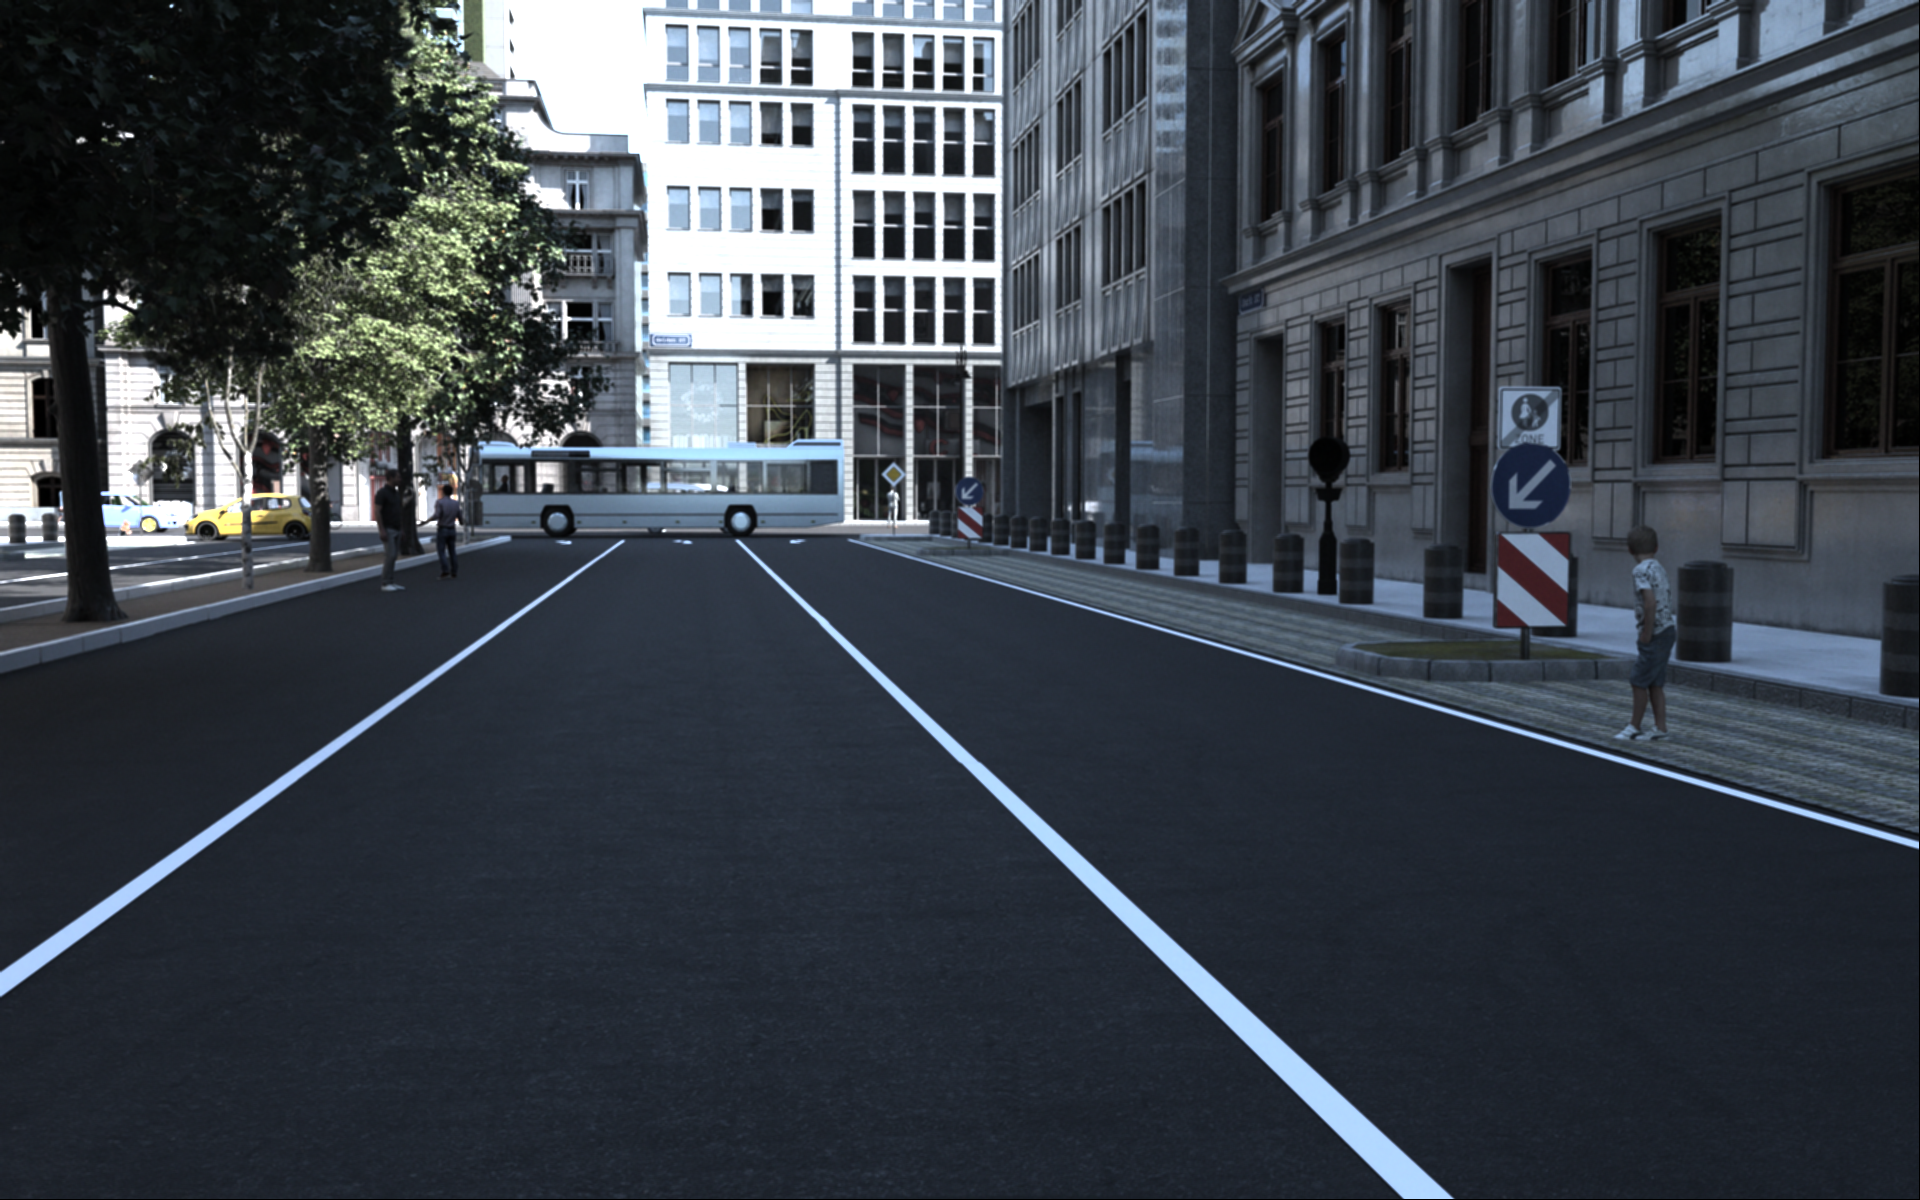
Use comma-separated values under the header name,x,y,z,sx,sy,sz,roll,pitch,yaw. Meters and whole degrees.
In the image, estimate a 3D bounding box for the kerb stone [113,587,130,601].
name,x,y,z,sx,sy,sz,roll,pitch,yaw
kerb stone,-11.236,-0.043,22.906,0.120,0.150,1.000,-1,4,-9

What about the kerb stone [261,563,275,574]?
name,x,y,z,sx,sy,sz,roll,pitch,yaw
kerb stone,-12.509,-0.539,31.051,0.120,0.150,1.000,-1,4,-9

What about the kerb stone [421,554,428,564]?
name,x,y,z,sx,sy,sz,roll,pitch,yaw
kerb stone,-11.064,-0.808,35.412,0.120,0.150,1.000,-1,4,-9

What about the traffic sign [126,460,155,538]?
name,x,y,z,sx,sy,sz,roll,pitch,yaw
traffic sign,-23.788,-2.853,50.292,0.795,2.450,0.064,-1,4,-9

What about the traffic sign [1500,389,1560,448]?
name,x,y,z,sx,sy,sz,roll,pitch,yaw
traffic sign,5.427,-0.884,16.590,0.606,2.300,0.079,0,4,-3

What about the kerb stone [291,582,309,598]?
name,x,y,z,sx,sy,sz,roll,pitch,yaw
kerb stone,-9.323,-0.126,24.254,0.120,0.150,1.000,-1,4,-9

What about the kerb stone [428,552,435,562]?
name,x,y,z,sx,sy,sz,roll,pitch,yaw
kerb stone,-11.227,-0.870,36.425,0.120,0.150,1.000,-1,4,-9

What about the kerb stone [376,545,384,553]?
name,x,y,z,sx,sy,sz,roll,pitch,yaw
kerb stone,-14.257,-1.226,42.237,0.120,0.150,1.000,-1,4,-9

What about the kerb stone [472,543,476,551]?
name,x,y,z,sx,sy,sz,roll,pitch,yaw
kerb stone,-12.340,-1.305,43.526,0.120,0.150,1.000,-1,4,-9

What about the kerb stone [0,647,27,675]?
name,x,y,z,sx,sy,sz,roll,pitch,yaw
kerb stone,-7.730,0.497,14.077,0.120,0.150,1.000,-1,4,-9

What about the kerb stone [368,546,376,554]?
name,x,y,z,sx,sy,sz,roll,pitch,yaw
kerb stone,-14.115,-1.157,41.212,0.120,0.150,1.000,-1,4,-9

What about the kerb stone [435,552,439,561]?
name,x,y,z,sx,sy,sz,roll,pitch,yaw
kerb stone,-11.382,-0.927,37.443,0.120,0.150,1.000,-1,4,-9

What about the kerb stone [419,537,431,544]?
name,x,y,z,sx,sy,sz,roll,pitch,yaw
kerb stone,-15.537,-1.723,50.378,0.120,0.150,1.000,-1,4,-9

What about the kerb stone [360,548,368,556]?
name,x,y,z,sx,sy,sz,roll,pitch,yaw
kerb stone,-13.946,-1.101,40.192,0.120,0.150,1.000,-1,4,-9

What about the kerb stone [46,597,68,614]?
name,x,y,z,sx,sy,sz,roll,pitch,yaw
kerb stone,-10.916,0.081,20.864,0.120,0.150,1.000,-1,4,-9

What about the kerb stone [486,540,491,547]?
name,x,y,z,sx,sy,sz,roll,pitch,yaw
kerb stone,-12.811,-1.487,46.575,0.120,0.150,1.000,-1,4,-9

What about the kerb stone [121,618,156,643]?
name,x,y,z,sx,sy,sz,roll,pitch,yaw
kerb stone,-8.195,0.310,17.134,0.120,0.150,1.000,-1,4,-9

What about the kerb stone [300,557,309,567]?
name,x,y,z,sx,sy,sz,roll,pitch,yaw
kerb stone,-12.986,-0.728,34.102,0.120,0.150,1.000,-1,4,-9

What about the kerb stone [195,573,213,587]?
name,x,y,z,sx,sy,sz,roll,pitch,yaw
kerb stone,-11.875,-0.288,26.978,0.120,0.150,1.000,-1,4,-9

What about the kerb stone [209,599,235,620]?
name,x,y,z,sx,sy,sz,roll,pitch,yaw
kerb stone,-8.680,0.123,20.197,0.120,0.150,1.000,-1,4,-9

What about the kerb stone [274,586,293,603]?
name,x,y,z,sx,sy,sz,roll,pitch,yaw
kerb stone,-9.160,-0.062,23.238,0.120,0.150,1.000,-1,4,-9

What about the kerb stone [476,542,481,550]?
name,x,y,z,sx,sy,sz,roll,pitch,yaw
kerb stone,-12.496,-1.359,44.545,0.120,0.150,1.000,-1,4,-9

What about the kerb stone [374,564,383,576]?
name,x,y,z,sx,sy,sz,roll,pitch,yaw
kerb stone,-10.271,-0.497,30.338,0.120,0.150,1.000,-1,4,-9

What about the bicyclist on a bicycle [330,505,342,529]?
name,x,y,z,sx,sy,sz,roll,pitch,yaw
bicyclist on a bicycle,-25.890,-3.683,70.235,1.625,1.676,1.499,-1,4,-10

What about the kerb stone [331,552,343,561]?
name,x,y,z,sx,sy,sz,roll,pitch,yaw
kerb stone,-13.457,-0.914,37.145,0.120,0.150,1.000,-1,4,-9

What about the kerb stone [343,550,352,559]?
name,x,y,z,sx,sy,sz,roll,pitch,yaw
kerb stone,-13.619,-0.976,38.158,0.120,0.150,1.000,-1,4,-9

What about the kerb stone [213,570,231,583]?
name,x,y,z,sx,sy,sz,roll,pitch,yaw
kerb stone,-12.030,-0.353,27.998,0.120,0.150,1.000,-1,4,-9

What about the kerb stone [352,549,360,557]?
name,x,y,z,sx,sy,sz,roll,pitch,yaw
kerb stone,-13.786,-1.039,39.179,0.120,0.150,1.000,-1,4,-9

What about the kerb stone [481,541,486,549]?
name,x,y,z,sx,sy,sz,roll,pitch,yaw
kerb stone,-12.648,-1.429,45.559,0.120,0.150,1.000,-1,4,-9

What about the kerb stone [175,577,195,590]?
name,x,y,z,sx,sy,sz,roll,pitch,yaw
kerb stone,-11.713,-0.228,25.963,0.120,0.150,1.000,-1,4,-9

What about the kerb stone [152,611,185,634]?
name,x,y,z,sx,sy,sz,roll,pitch,yaw
kerb stone,-8.366,0.247,18.160,0.120,0.150,1.000,-1,4,-9

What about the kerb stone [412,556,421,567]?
name,x,y,z,sx,sy,sz,roll,pitch,yaw
kerb stone,-10.903,-0.745,34.399,0.120,0.150,1.000,-1,4,-9

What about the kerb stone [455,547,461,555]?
name,x,y,z,sx,sy,sz,roll,pitch,yaw
kerb stone,-11.857,-1.119,40.487,0.120,0.150,1.000,-1,4,-9

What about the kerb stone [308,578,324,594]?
name,x,y,z,sx,sy,sz,roll,pitch,yaw
kerb stone,-9.480,-0.188,25.267,0.120,0.150,1.000,-1,4,-9

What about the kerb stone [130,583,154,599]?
name,x,y,z,sx,sy,sz,roll,pitch,yaw
kerb stone,-11.391,-0.106,23.927,0.120,0.150,1.000,-1,4,-9

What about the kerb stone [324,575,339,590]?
name,x,y,z,sx,sy,sz,roll,pitch,yaw
kerb stone,-9.629,-0.250,26.282,0.120,0.150,1.000,-1,4,-9

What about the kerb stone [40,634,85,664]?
name,x,y,z,sx,sy,sz,roll,pitch,yaw
kerb stone,-7.885,0.437,15.100,0.120,0.150,1.000,-1,4,-9

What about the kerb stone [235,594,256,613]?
name,x,y,z,sx,sy,sz,roll,pitch,yaw
kerb stone,-8.845,0.062,21.212,0.120,0.150,1.000,-1,4,-9

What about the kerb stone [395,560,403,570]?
name,x,y,z,sx,sy,sz,roll,pitch,yaw
kerb stone,-10.595,-0.622,32.364,0.120,0.150,1.000,-1,4,-9

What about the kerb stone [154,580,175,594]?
name,x,y,z,sx,sy,sz,roll,pitch,yaw
kerb stone,-11.562,-0.168,24.949,0.120,0.150,1.000,-1,4,-9

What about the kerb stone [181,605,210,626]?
name,x,y,z,sx,sy,sz,roll,pitch,yaw
kerb stone,-8.531,0.185,19.172,0.120,0.150,1.000,-1,4,-9

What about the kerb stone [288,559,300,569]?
name,x,y,z,sx,sy,sz,roll,pitch,yaw
kerb stone,-12.831,-0.660,33.077,0.120,0.150,1.000,-1,4,-9

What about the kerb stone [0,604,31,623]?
name,x,y,z,sx,sy,sz,roll,pitch,yaw
kerb stone,-10.754,0.145,19.851,0.120,0.150,1.000,-1,4,-9

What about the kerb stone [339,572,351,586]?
name,x,y,z,sx,sy,sz,roll,pitch,yaw
kerb stone,-9.797,-0.312,27.293,0.120,0.150,1.000,-1,4,-9

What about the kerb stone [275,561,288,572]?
name,x,y,z,sx,sy,sz,roll,pitch,yaw
kerb stone,-12.668,-0.604,32.064,0.120,0.150,1.000,-1,4,-9

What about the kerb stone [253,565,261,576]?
name,x,y,z,sx,sy,sz,roll,pitch,yaw
kerb stone,-12.346,-0.479,30.039,0.120,0.150,1.000,-1,4,-9

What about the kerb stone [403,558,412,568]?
name,x,y,z,sx,sy,sz,roll,pitch,yaw
kerb stone,-10.748,-0.681,33.378,0.120,0.150,1.000,-1,4,-9

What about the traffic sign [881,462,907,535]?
name,x,y,z,sx,sy,sz,roll,pitch,yaw
traffic sign,-2.054,-3.059,53.661,0.795,2.450,0.064,-1,4,-9

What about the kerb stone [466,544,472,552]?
name,x,y,z,sx,sy,sz,roll,pitch,yaw
kerb stone,-12.177,-1.243,42.513,0.120,0.150,1.000,-1,4,-9

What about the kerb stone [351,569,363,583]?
name,x,y,z,sx,sy,sz,roll,pitch,yaw
kerb stone,-9.951,-0.374,28.307,0.120,0.150,1.000,-1,4,-9

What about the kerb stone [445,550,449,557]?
name,x,y,z,sx,sy,sz,roll,pitch,yaw
kerb stone,-11.544,-0.995,38.460,0.120,0.150,1.000,-1,4,-9

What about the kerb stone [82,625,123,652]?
name,x,y,z,sx,sy,sz,roll,pitch,yaw
kerb stone,-8.045,0.372,16.119,0.120,0.150,1.000,-1,4,-9

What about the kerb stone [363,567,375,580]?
name,x,y,z,sx,sy,sz,roll,pitch,yaw
kerb stone,-10.102,-0.435,29.321,0.120,0.150,1.000,-1,4,-9

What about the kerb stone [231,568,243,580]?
name,x,y,z,sx,sy,sz,roll,pitch,yaw
kerb stone,-12.193,-0.418,29.025,0.120,0.150,1.000,-1,4,-9

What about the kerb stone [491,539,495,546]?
name,x,y,z,sx,sy,sz,roll,pitch,yaw
kerb stone,-12.972,-1.553,47.590,0.120,0.150,1.000,-1,4,-9

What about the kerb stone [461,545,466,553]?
name,x,y,z,sx,sy,sz,roll,pitch,yaw
kerb stone,-12.024,-1.181,41.499,0.120,0.150,1.000,-1,4,-9

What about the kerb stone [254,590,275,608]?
name,x,y,z,sx,sy,sz,roll,pitch,yaw
kerb stone,-9.001,-0.002,22.225,0.120,0.150,1.000,-1,4,-9
